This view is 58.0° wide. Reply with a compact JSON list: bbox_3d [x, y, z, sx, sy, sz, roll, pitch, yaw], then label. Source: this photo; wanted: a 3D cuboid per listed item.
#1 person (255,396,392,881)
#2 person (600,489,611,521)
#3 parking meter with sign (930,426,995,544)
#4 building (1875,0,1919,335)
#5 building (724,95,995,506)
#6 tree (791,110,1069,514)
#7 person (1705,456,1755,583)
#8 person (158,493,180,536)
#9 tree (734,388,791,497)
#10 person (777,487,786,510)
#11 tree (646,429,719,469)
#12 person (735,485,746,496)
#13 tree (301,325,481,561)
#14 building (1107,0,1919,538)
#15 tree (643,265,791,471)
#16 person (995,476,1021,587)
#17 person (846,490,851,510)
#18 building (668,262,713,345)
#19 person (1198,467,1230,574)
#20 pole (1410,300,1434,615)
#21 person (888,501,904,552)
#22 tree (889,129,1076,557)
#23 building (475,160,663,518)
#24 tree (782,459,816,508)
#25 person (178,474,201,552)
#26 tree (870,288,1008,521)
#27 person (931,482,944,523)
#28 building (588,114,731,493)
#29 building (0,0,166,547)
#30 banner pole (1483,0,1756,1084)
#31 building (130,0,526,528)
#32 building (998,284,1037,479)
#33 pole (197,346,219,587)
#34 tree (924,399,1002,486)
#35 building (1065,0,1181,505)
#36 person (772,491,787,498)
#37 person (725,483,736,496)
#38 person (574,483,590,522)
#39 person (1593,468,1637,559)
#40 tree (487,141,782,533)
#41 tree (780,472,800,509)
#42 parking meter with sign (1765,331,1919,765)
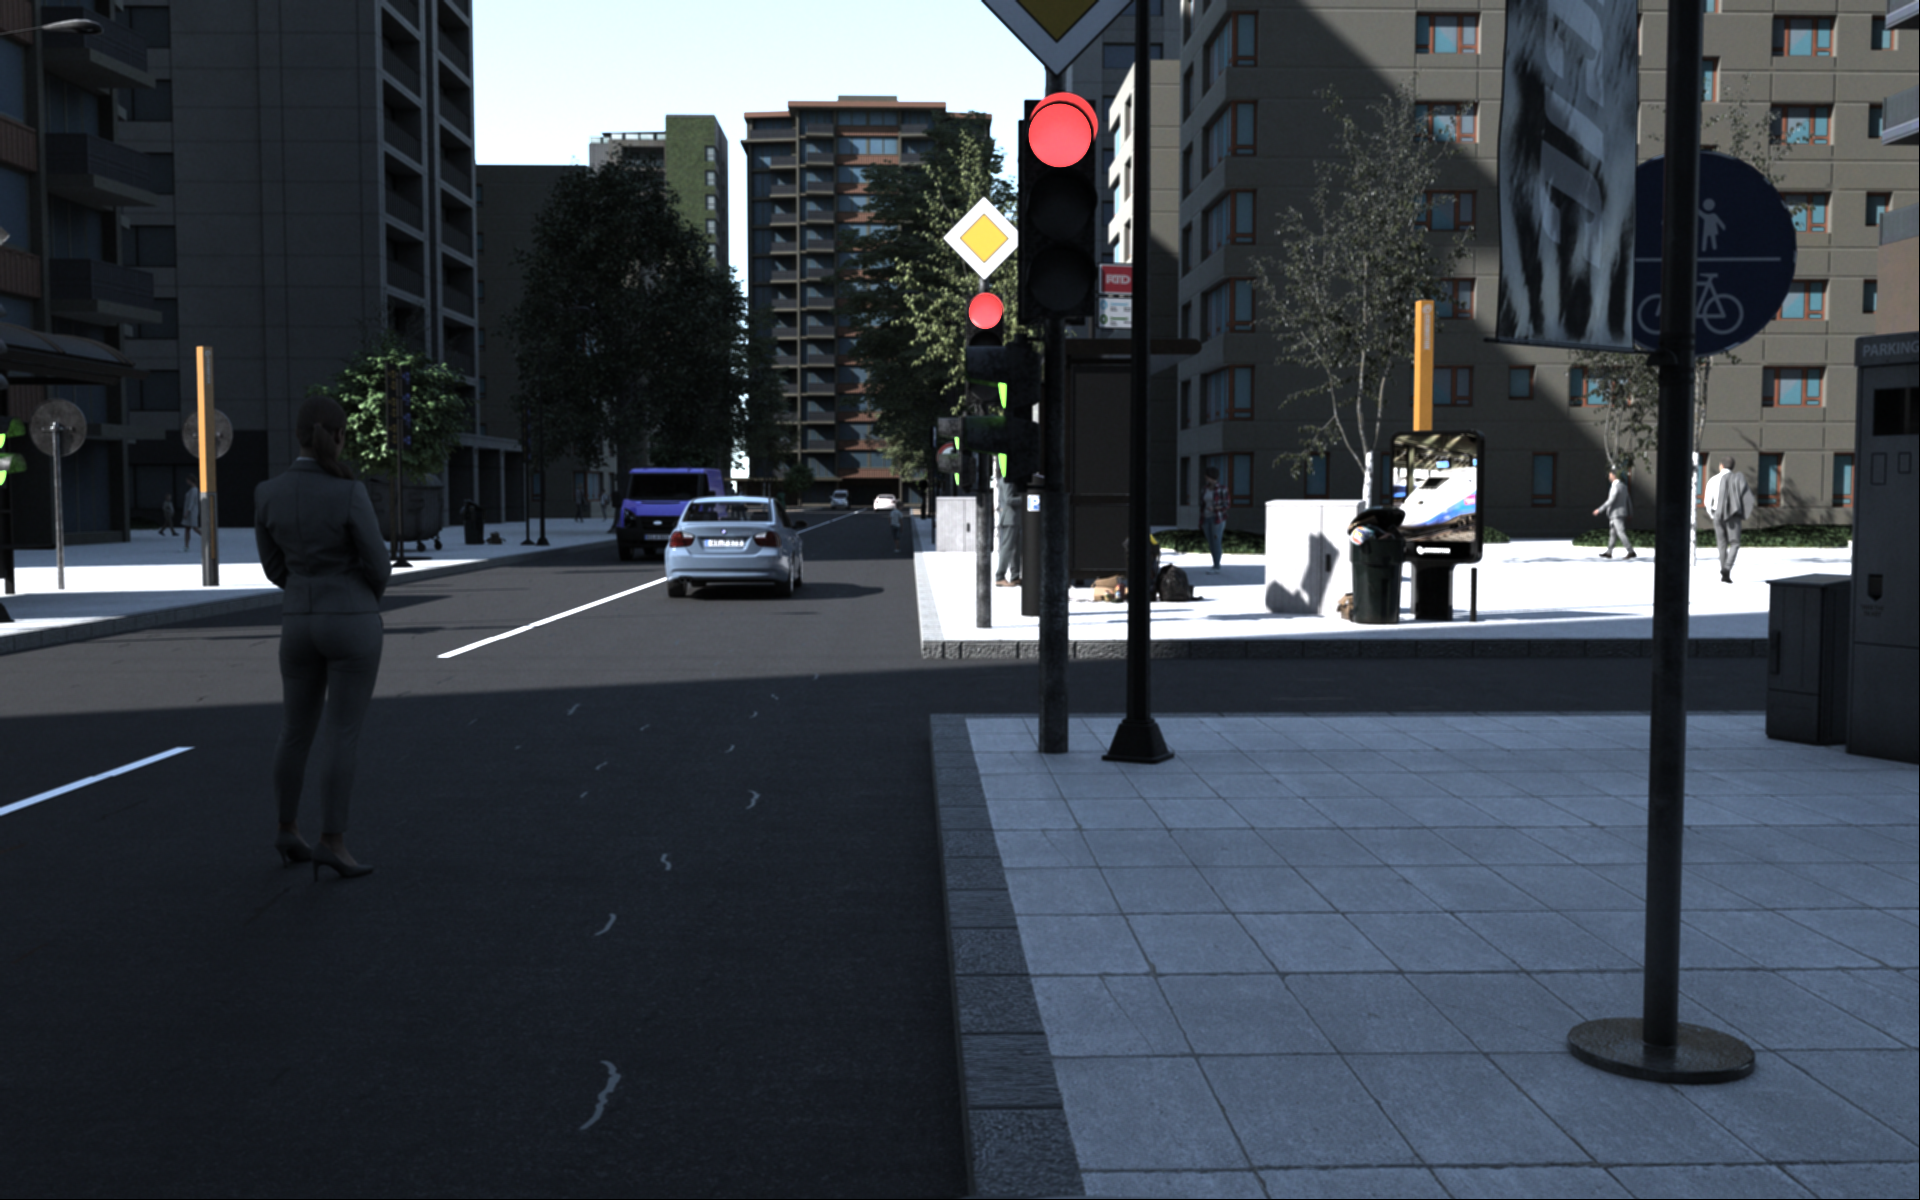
[{"bbox_3d":[-2.368,0.137,6.538,0.520,1.790,0.573,0,4,-3],"label":"person"},{"bbox_3d":[-16.717,-4.452,81.426,0.503,1.515,0.523,1,4,21],"label":"person"},{"bbox_3d":[0.130,-2.945,44.415,1.738,3.016,0.543,0,4,8],"label":"parking meter with sign"},{"bbox_3d":[27.478,-23.258,30.384,14.200,45.320,14.600,0,4,-2],"label":"building"},{"bbox_3d":[-10.861,-32.936,193.133,28.867,44.769,22.147,0,4,-2],"label":"building"},{"bbox_3d":[-0.246,-8.145,51.303,7.486,12.596,7.792,0,3,0],"label":"tree"},{"bbox_3d":[11.126,-1.156,25.037,0.679,1.850,0.850,2,4,35],"label":"person"},{"bbox_3d":[-24.346,-2.628,53.282,0.640,1.303,0.475,-1,4,-12],"label":"person"},{"bbox_3d":[-12.859,-9.877,111.852,4.360,8.622,3.978,0,3,0],"label":"tree"},{"bbox_3d":[-9.217,-4.919,89.166,0.600,1.795,0.529,-2,4,-32],"label":"person"},{"bbox_3d":[-11.743,-5.499,73.616,4.285,4.588,4.351,0,3,0],"label":"tree"},{"bbox_3d":[-8.888,-3.765,70.335,0.520,1.790,0.573,-1,4,-20],"label":"person"},{"bbox_3d":[-11.003,-3.062,33.785,4.285,4.588,4.351,0,3,0],"label":"tree"},{"bbox_3d":[20.948,-13.402,64.164,27.650,21.520,28.899,0,4,-2],"label":"building"},{"bbox_3d":[-12.037,-10.238,85.521,7.486,12.596,7.792,0,3,0],"label":"tree"},{"bbox_3d":[0.784,-1.085,23.956,0.590,1.801,0.661,0,4,2],"label":"person"},{"bbox_3d":[-10.167,-9.158,158.257,0.705,1.821,1.348,1,4,9],"label":"person"},{"bbox_3d":[-36.167,-18.322,144.605,28.899,21.520,27.650,0,4,-2],"label":"building"},{"bbox_3d":[4.120,-1.289,27.960,0.643,1.720,0.563,-3,5,-40],"label":"person"},{"bbox_3d":[4.899,-1.499,18.349,0.158,3.312,0.155,0,3,0],"label":"pole"},{"bbox_3d":[-1.568,-1.800,42.618,0.352,1.250,0.332,-2,4,-32],"label":"person"},{"bbox_3d":[0.712,-5.176,34.997,4.737,8.622,4.395,0,3,0],"label":"tree"},{"bbox_3d":[-33.845,-15.915,105.258,27.650,21.520,28.899,0,4,-2],"label":"building"},{"bbox_3d":[-14.910,-10.914,162.154,4.285,4.588,4.351,0,3,0],"label":"tree"},{"bbox_3d":[-17.027,-1.939,38.495,0.466,1.731,0.760,2,4,31],"label":"person"},{"bbox_3d":[-0.705,-9.516,81.343,9.928,11.665,9.643,0,3,0],"label":"tree"},{"bbox_3d":[-0.997,-4.286,76.214,0.635,1.810,0.391,-3,5,-43],"label":"person"},{"bbox_3d":[-32.775,-30.954,189.689,14.086,41.232,14.154,0,4,-2],"label":"building"},{"bbox_3d":[-31.565,-23.350,36.397,22.147,44.769,28.867,0,4,-2],"label":"building"},{"bbox_3d":[1.409,-0.838,3.711,0.863,3.779,0.401,-2,4,-35],"label":"banner pole"},{"bbox_3d":[-30.206,-38.879,73.917,20.563,71.187,20.611,0,4,-2],"label":"building"},{"bbox_3d":[11.072,-25.647,191.025,14.107,30.474,14.160,0,4,-2],"label":"building"},{"bbox_3d":[-10.436,-1.846,24.027,0.158,3.312,0.155,0,3,0],"label":"pole"},{"bbox_3d":[0.209,-4.664,59.967,4.285,4.588,4.351,0,3,0],"label":"tree"},{"bbox_3d":[16.539,-34.975,113.833,21.231,58.520,28.212,0,4,-2],"label":"building"},{"bbox_3d":[-16.313,-9.198,156.570,1.348,1.807,0.705,0,4,4],"label":"person"},{"bbox_3d":[-11.744,-5.049,88.435,0.661,1.843,0.795,2,4,25],"label":"person"},{"bbox_3d":[-17.164,-4.413,78.385,0.728,1.800,0.709,2,4,30],"label":"person"},{"bbox_3d":[13.001,-1.708,34.239,0.850,1.792,0.678,3,5,44],"label":"person"},{"bbox_3d":[-11.091,-8.553,56.849,9.611,12.733,9.660,0,3,0],"label":"tree"},{"bbox_3d":[-14.430,-9.444,149.012,1.663,3.219,1.824,0,3,0],"label":"tree"},{"bbox_3d":[4.710,-0.736,8.290,0.543,3.016,1.738,-2,4,-24],"label":"parking meter with sign"}]
